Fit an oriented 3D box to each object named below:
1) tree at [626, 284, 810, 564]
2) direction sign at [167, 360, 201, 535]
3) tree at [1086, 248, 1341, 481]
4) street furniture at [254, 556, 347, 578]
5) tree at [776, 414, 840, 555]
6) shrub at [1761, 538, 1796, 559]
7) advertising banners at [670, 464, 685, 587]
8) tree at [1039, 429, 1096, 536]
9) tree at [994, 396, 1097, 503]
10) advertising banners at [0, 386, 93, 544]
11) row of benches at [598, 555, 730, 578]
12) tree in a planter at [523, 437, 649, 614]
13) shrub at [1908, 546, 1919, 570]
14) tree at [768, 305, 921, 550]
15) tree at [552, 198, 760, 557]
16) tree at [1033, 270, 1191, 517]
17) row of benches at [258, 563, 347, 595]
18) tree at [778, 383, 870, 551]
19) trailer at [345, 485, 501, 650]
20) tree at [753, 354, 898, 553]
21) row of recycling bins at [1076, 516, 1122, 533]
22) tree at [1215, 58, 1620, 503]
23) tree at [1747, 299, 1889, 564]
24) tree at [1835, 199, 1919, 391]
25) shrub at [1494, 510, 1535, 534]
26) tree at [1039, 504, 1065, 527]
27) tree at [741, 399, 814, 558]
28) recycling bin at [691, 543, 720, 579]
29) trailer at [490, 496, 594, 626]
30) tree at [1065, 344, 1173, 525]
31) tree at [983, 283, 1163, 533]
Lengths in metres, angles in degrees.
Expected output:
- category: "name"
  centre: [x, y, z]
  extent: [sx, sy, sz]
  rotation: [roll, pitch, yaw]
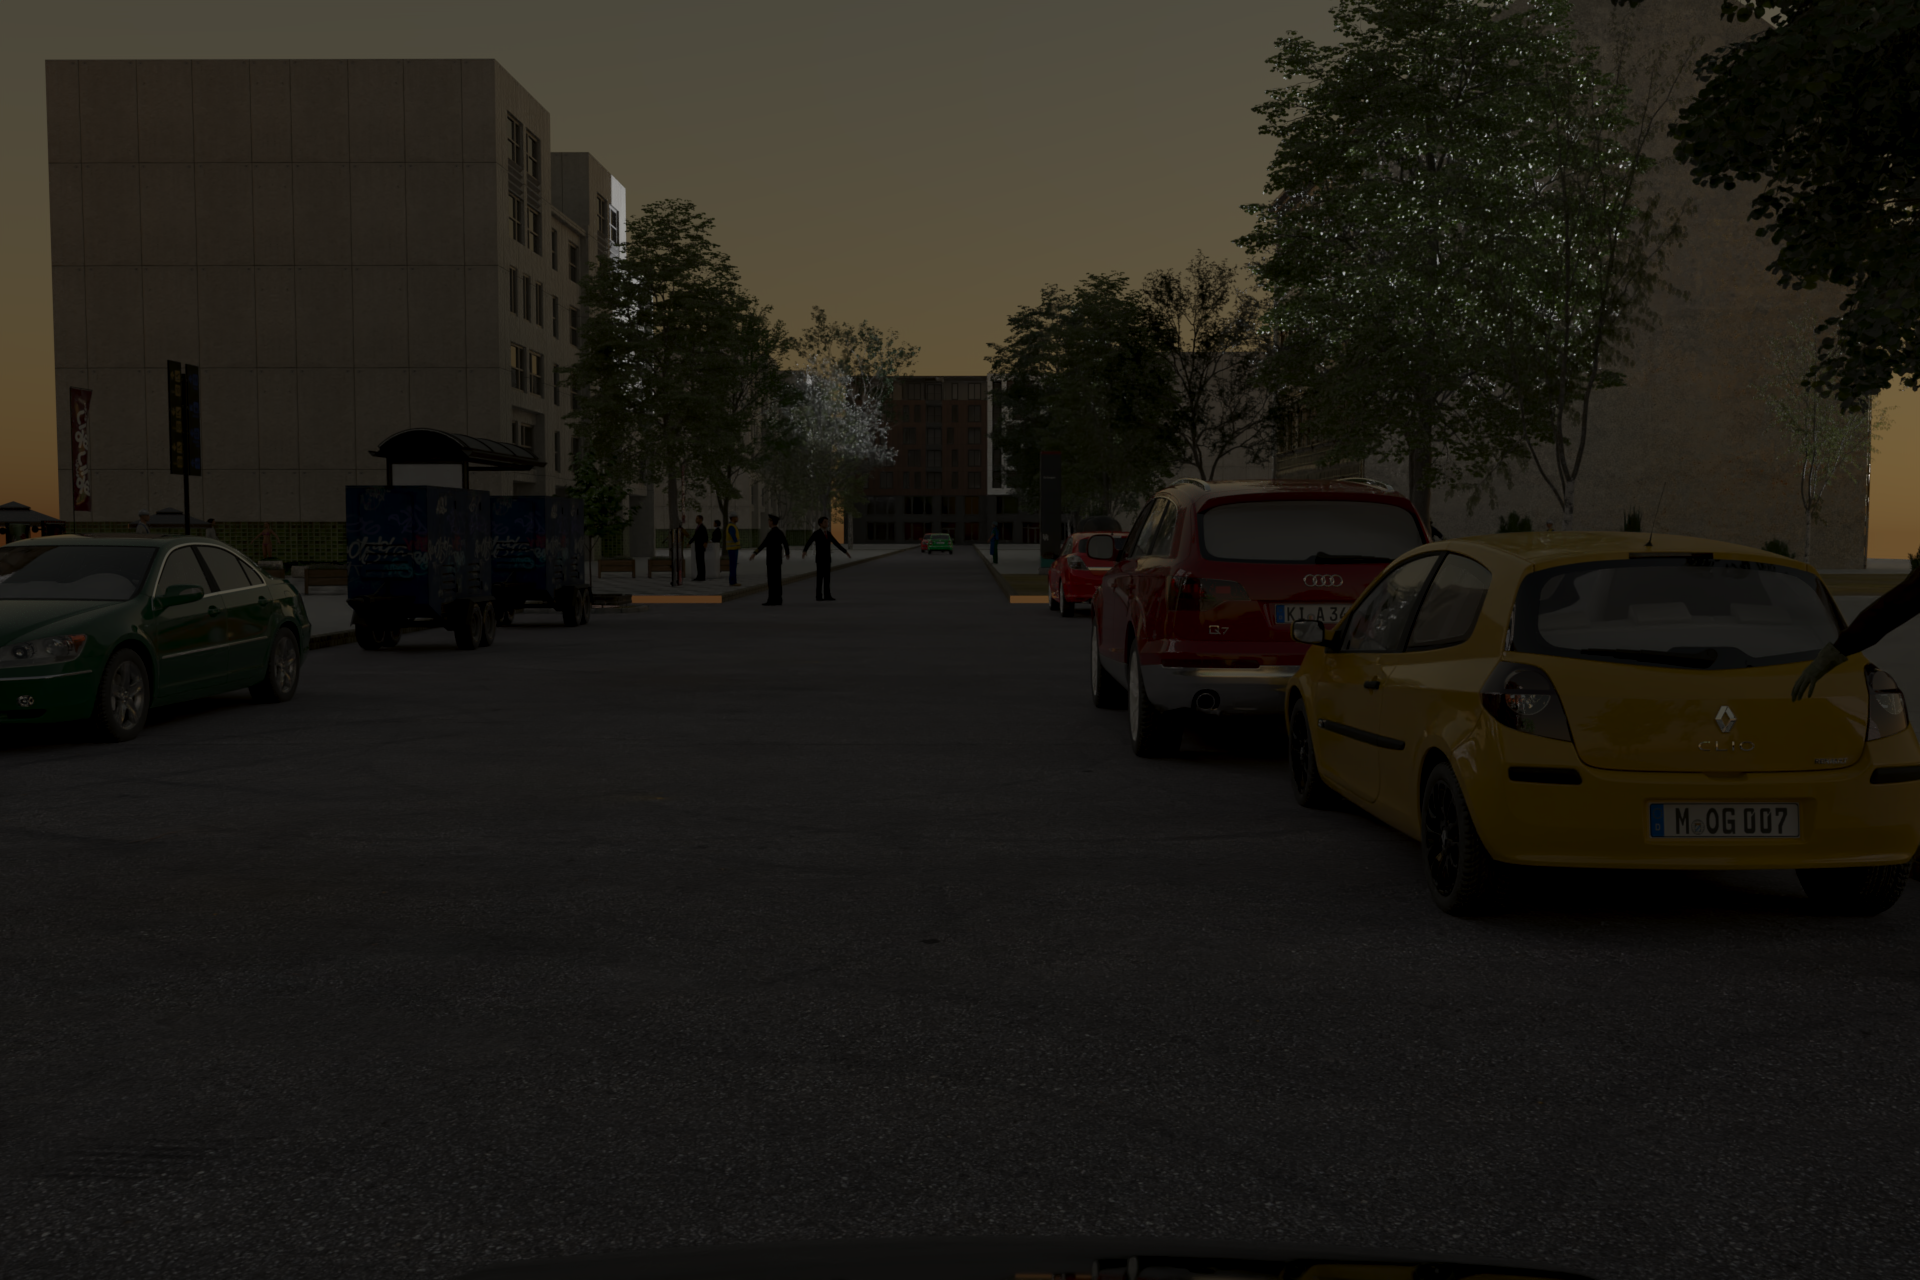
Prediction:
- category: "tree"
  centre: [-10.050, -9.004, 72.969]
  extent: [9.928, 11.665, 9.643]
  rotation: [0, 3, 0]
- category: "direction sign"
  centre: [-10.274, -1.897, 23.010]
  extent: [0.379, 3.537, 0.876]
  rotation: [0, 4, 0]
- category: "tree"
  centre: [8.135, -7.429, 55.875]
  extent: [8.767, 10.594, 7.601]
  rotation: [1, 4, 11]
- category: "street furniture"
  centre: [-18.245, -2.287, 53.012]
  extent: [10.072, 0.657, 5.734]
  rotation: [-2, 4, -24]
- category: "tree"
  centre: [-8.905, -9.527, 106.127]
  extent: [4.360, 8.622, 3.978]
  rotation: [0, 3, 0]
- category: "shrub"
  centre: [21.763, -2.147, 46.224]
  extent: [1.383, 1.207, 1.383]
  rotation: [0, 3, 0]
- category: "advertising banners"
  centre: [-6.993, -2.867, 43.056]
  extent: [0.090, 3.025, 2.074]
  rotation: [0, 4, 1]
- category: "tree"
  centre: [6.263, -9.039, 98.143]
  extent: [4.737, 8.622, 4.395]
  rotation: [0, 3, 0]
- category: "tree"
  centre: [5.554, -10.569, 107.219]
  extent: [7.601, 10.594, 8.767]
  rotation: [0, 4, -5]
- category: "advertising banners"
  centre: [-10.514, -1.459, 20.046]
  extent: [0.090, 3.025, 2.074]
  rotation: [0, 4, 0]
- category: "row of benches"
  centre: [-8.535, -2.165, 50.867]
  extent: [4.104, 0.672, 1.422]
  rotation: [-1, 4, -13]
- category: "tree in a planter"
  centre: [-6.854, -2.129, 32.039]
  extent: [1.991, 3.239, 1.994]
  rotation: [0, 4, 1]
- category: "shrub"
  centre: [24.265, -1.968, 43.294]
  extent: [1.383, 1.207, 1.383]
  rotation: [0, 3, 0]
- category: "tree"
  centre: [-9.597, -17.585, 143.396]
  extent: [12.611, 20.169, 13.585]
  rotation: [0, 3, 0]
- category: "tree"
  centre: [-10.173, -8.625, 59.149]
  extent: [7.486, 12.596, 7.792]
  rotation: [0, 3, 0]
- category: "tree"
  centre: [6.692, -9.606, 75.193]
  extent: [7.486, 12.596, 7.792]
  rotation: [0, 3, 0]
- category: "row of benches"
  centre: [-13.394, -1.324, 37.104]
  extent: [4.104, 0.672, 1.422]
  rotation: [-1, 4, -21]
- category: "tree"
  centre: [-10.159, -12.874, 128.622]
  extent: [7.486, 12.596, 7.792]
  rotation: [0, 3, 0]
- category: "trailer"
  centre: [-6.702, -0.855, 21.024]
  extent: [1.471, 1.999, 3.904]
  rotation: [0, 4, 0]
- category: "tree"
  centre: [-9.222, -12.649, 117.176]
  extent: [12.009, 13.543, 11.850]
  rotation: [0, 3, 0]
- category: "row of recycling bins"
  centre: [3.188, -2.035, 40.393]
  extent: [1.069, 1.692, 3.534]
  rotation: [0, 4, 1]
- category: "tree"
  centre: [11.934, -8.248, 45.223]
  extent: [12.009, 13.543, 11.850]
  rotation: [0, 3, 0]
- category: "tree"
  centre: [26.886, -6.416, 55.267]
  extent: [4.360, 8.622, 3.978]
  rotation: [0, 3, 0]
- category: "tree"
  centre: [28.071, -8.183, 44.169]
  extent: [12.009, 13.543, 11.850]
  rotation: [0, 3, 0]
- category: "shrub"
  centre: [17.567, -3.106, 54.824]
  extent: [1.661, 2.075, 1.752]
  rotation: [0, 3, 0]
- category: "tree"
  centre: [5.637, -10.398, 120.370]
  extent: [4.360, 8.622, 3.978]
  rotation: [0, 3, 0]
- category: "tree"
  centre: [-9.457, -8.713, 92.814]
  extent: [4.360, 8.622, 3.978]
  rotation: [0, 3, 0]
- category: "recycling bin"
  centre: [-7.284, -2.265, 49.592]
  extent: [0.722, 1.027, 0.722]
  rotation: [0, 4, 2]
- category: "trailer"
  centre: [-6.620, -1.185, 26.426]
  extent: [1.471, 1.999, 3.904]
  rotation: [0, 4, 0]
- category: "tree"
  centre: [5.715, -7.157, 67.378]
  extent: [4.360, 8.622, 3.978]
  rotation: [0, 3, 0]
- category: "tree"
  centre: [5.807, -10.981, 86.202]
  extent: [9.857, 13.997, 8.962]
  rotation: [0, 3, 0]
